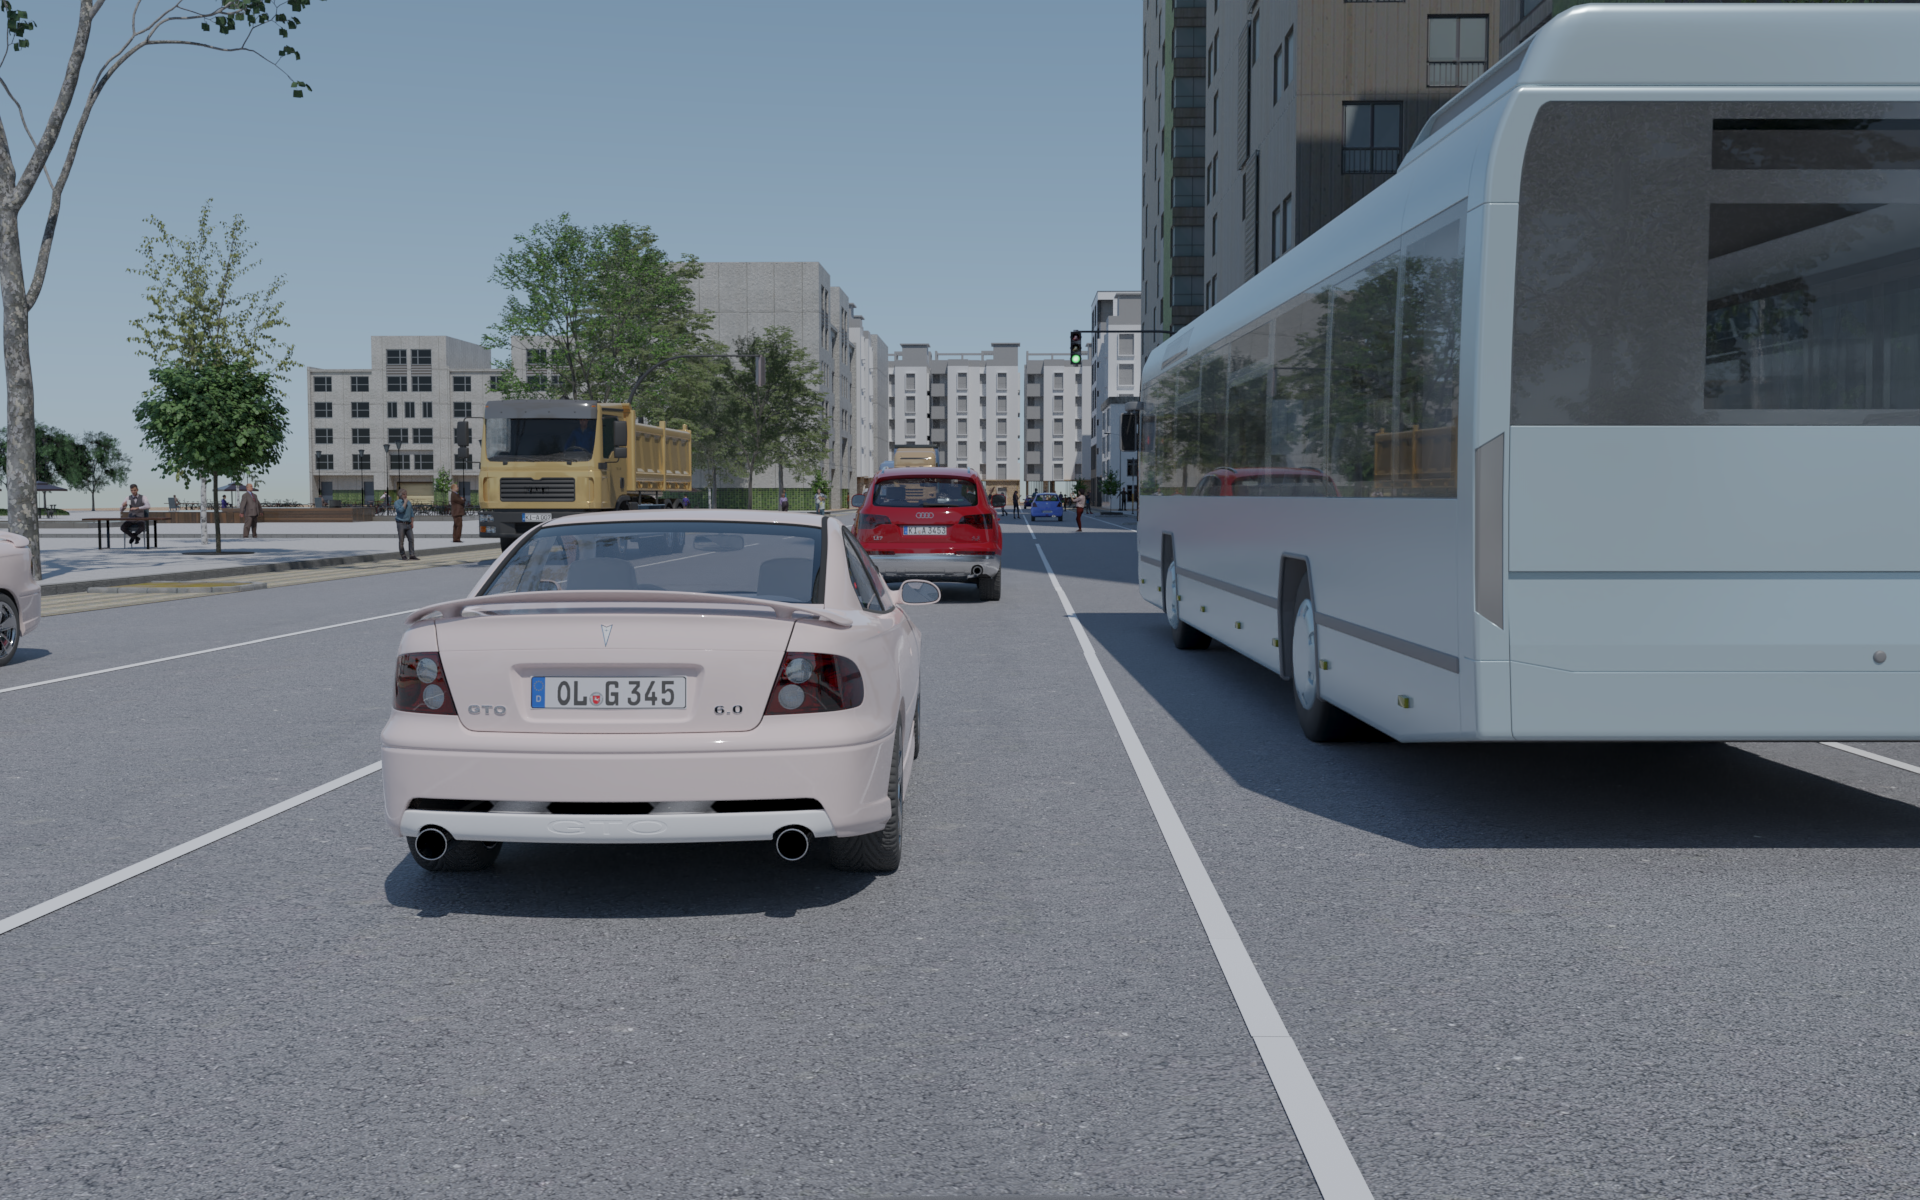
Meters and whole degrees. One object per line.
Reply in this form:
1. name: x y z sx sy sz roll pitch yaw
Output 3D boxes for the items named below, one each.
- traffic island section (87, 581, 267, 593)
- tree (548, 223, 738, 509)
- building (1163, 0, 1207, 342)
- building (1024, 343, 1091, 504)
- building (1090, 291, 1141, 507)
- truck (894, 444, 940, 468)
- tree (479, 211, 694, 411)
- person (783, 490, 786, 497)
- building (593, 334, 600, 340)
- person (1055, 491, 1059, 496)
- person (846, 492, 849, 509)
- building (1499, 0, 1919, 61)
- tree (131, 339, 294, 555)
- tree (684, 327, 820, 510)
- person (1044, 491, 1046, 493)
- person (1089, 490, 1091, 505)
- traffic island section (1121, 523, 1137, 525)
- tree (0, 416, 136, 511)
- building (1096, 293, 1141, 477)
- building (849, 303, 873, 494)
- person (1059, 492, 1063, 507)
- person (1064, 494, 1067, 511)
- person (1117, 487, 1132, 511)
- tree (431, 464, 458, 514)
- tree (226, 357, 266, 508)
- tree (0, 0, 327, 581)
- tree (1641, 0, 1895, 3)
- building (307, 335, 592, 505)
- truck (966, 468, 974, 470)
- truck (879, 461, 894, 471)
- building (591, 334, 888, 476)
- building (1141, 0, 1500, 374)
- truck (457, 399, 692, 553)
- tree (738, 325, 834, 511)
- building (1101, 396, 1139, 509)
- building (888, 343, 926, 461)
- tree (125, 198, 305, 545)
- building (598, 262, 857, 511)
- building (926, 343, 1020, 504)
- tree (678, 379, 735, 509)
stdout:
1. traffic island section: -11.506 -0.179 25.794 1.991 0.108 1.994 0 4 2
2. tree: -13.631 -9.496 73.394 7.486 12.596 7.792 0 3 0
3. building: 18.162 -25.193 95.500 14.154 41.232 14.086 0 4 2
4. building: 13.962 -22.423 223.040 11.380 20.091 16.016 0 4 2
5. building: 28.228 -21.169 190.083 27.936 21.610 32.646 0 4 2
6. truck: -2.483 -6.796 100.033 2.839 4.237 11.283 0 4 0
7. tree: -13.505 -8.398 63.062 9.928 11.665 9.643 0 3 0
8. person: -13.097 -7.433 129.269 0.444 1.614 0.593 1 4 12
9. building: -31.393 -23.616 230.089 32.646 21.610 27.936 0 4 2
10. person: 11.358 -12.103 206.370 1.348 1.826 0.705 0 4 -8
11. person: -9.699 -8.594 149.813 0.557 1.426 1.065 1 4 9
12. building: 17.039 -21.185 29.969 14.154 41.232 14.086 0 4 2
13. tree: -15.902 -3.259 37.002 4.285 4.588 4.351 0 3 0
14. tree: -11.958 -9.975 97.511 8.767 10.594 7.601 0 4 2
15. person: 7.714 -9.062 157.335 0.621 1.740 0.551 0 4 -1
16. person: 15.596 -12.342 208.365 0.750 1.759 0.617 -3 5 -42
17. traffic island section: 8.552 -3.547 80.851 1.991 0.108 1.994 0 4 2
18. tree: -66.202 -9.677 121.129 11.467 7.101 20.602 0 4 -8
19. building: 21.414 -19.073 168.269 16.016 20.091 11.380 0 4 2
20. building: -17.159 -19.138 169.332 16.016 20.091 11.380 0 4 2
21. person: 11.146 -11.119 191.216 0.541 1.710 0.530 0 4 6
22. person: 8.677 -8.057 143.485 0.557 1.426 1.065 -1 4 -18
23. person: 12.601 -7.757 133.004 1.348 1.807 0.705 -1 4 -22
24. tree: -33.041 -7.132 111.207 1.663 3.219 1.824 0 3 0
25. tree: -37.758 -8.553 90.210 4.360 8.622 3.978 0 3 0
26. tree: -12.718 -10.289 24.108 12.611 20.169 13.585 0 3 0
27. tree: 9.571 -4.254 19.913 4.737 8.622 4.395 0 3 0
28. building: -56.995 -20.507 201.754 31.486 18.905 16.747 0 4 2
29. truck: 0.235 -12.328 190.478 2.839 4.237 11.283 0 4 2
30. truck: -4.708 -9.547 145.845 2.967 4.110 18.799 0 4 4
31. building: -24.608 -20.432 200.525 31.486 18.905 16.747 0 4 2
32. building: 26.539 -32.197 115.652 28.713 52.752 27.495 0 4 2
33. truck: -8.195 -2.599 38.418 3.469 3.379 9.791 0 4 3
34. tree: -12.528 -12.156 116.879 7.486 12.596 7.792 0 3 0
35. building: 17.350 -12.653 149.016 9.099 9.664 28.070 0 4 2
36. building: -9.373 -22.479 223.954 11.380 20.091 16.016 0 4 2
37. tree: -19.144 -5.728 44.015 4.737 8.622 4.395 0 3 0
38. building: -18.616 -17.220 148.011 16.747 18.905 31.486 0 4 2
39. building: 2.020 -22.415 222.902 11.380 20.091 16.016 0 4 2
40. tree: -15.971 -9.689 108.785 4.360 8.622 3.978 0 3 0
